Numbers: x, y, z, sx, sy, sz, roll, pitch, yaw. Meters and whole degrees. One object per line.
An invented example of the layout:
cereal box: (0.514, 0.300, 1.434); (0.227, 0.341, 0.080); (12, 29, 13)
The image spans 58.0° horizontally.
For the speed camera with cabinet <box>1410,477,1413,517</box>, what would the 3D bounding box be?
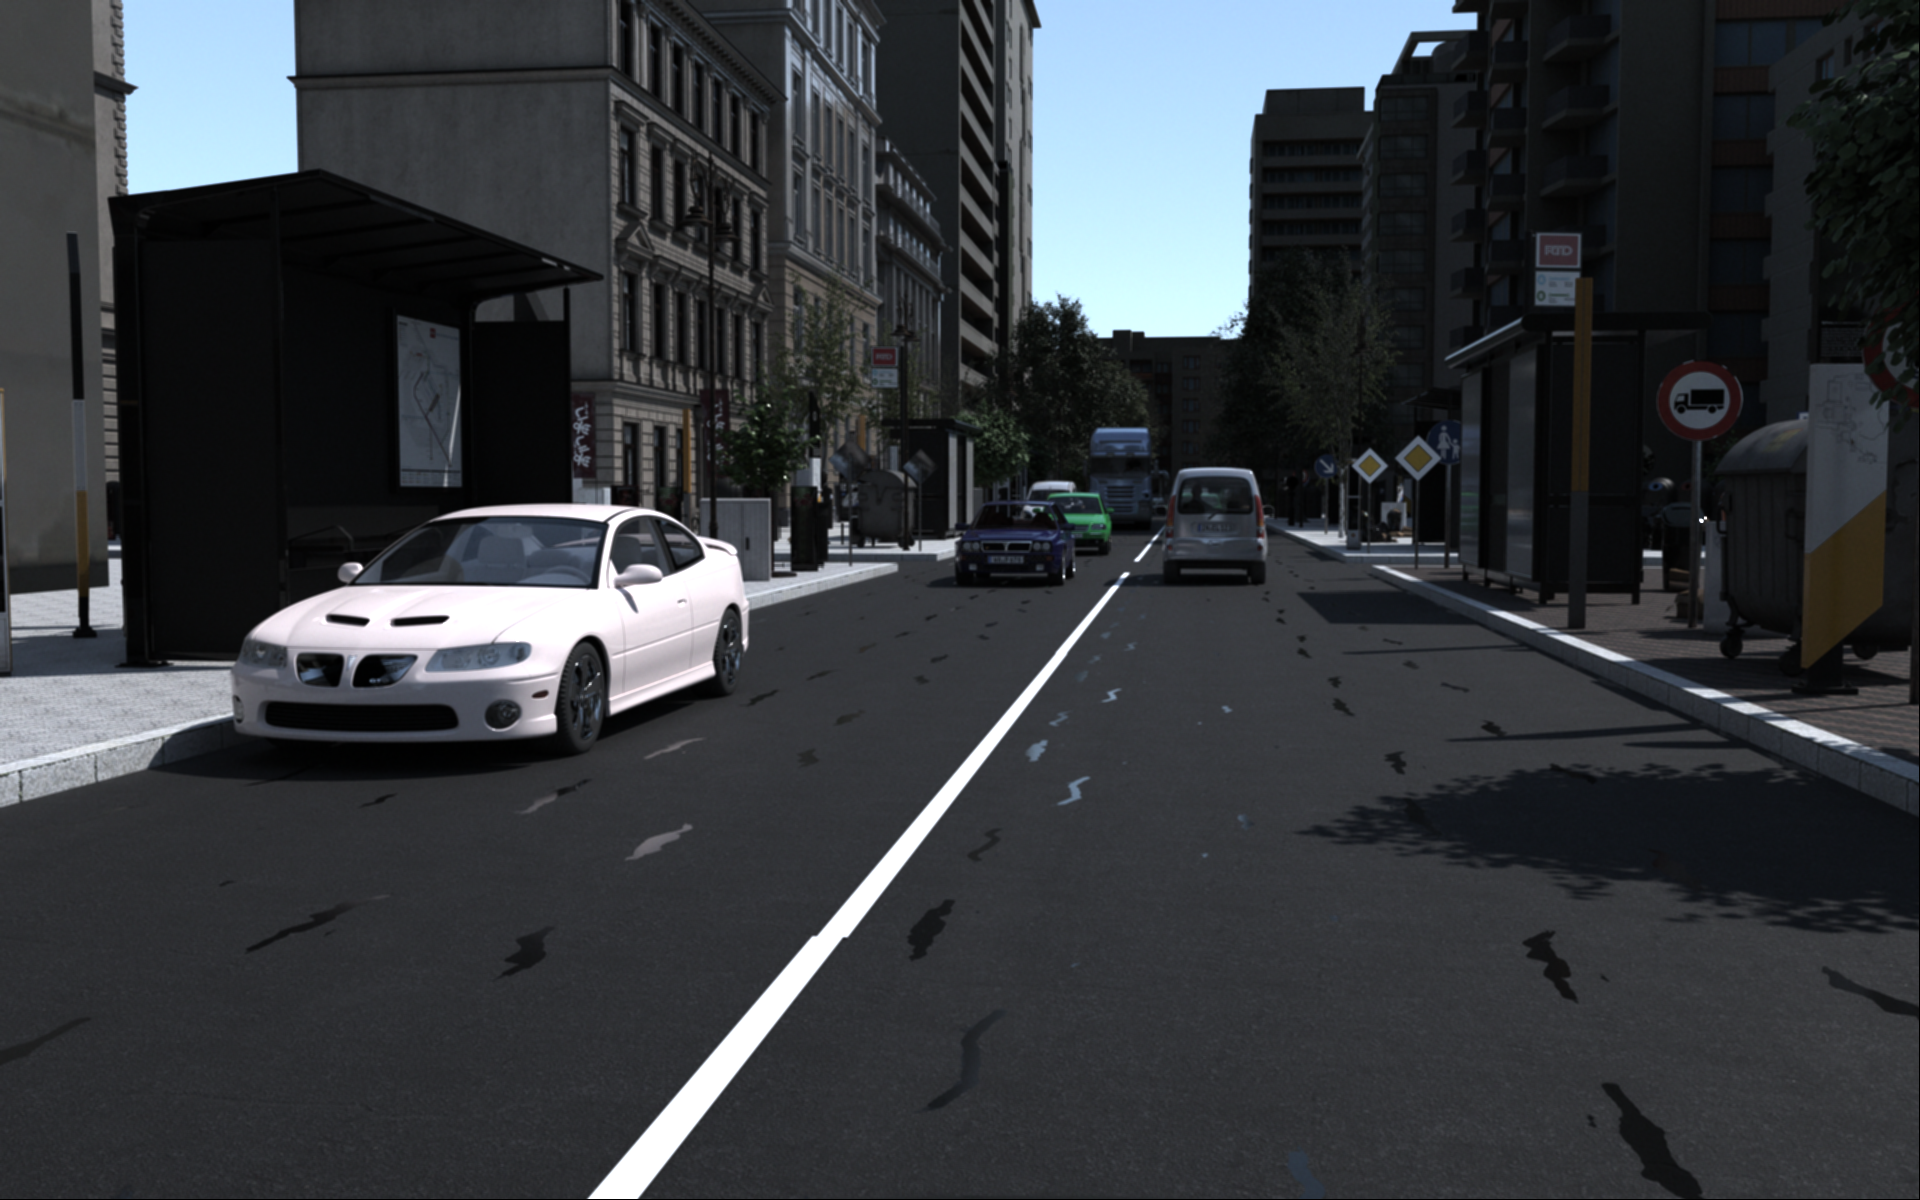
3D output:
speed camera with cabinet: (25.415, -6.261, 96.706); (0.660, 3.252, 2.038); (3, 5, 41)

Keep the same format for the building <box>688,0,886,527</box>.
building: (-11.536, -17.786, 76.697); (13.634, 28.700, 20.117); (0, 4, 8)

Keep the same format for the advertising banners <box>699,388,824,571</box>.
advertising banners: (-3.306, -1.991, 28.734); (2.074, 3.025, 0.090); (0, 4, 4)

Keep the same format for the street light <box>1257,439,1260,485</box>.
street light: (19.014, -8.430, 110.617); (0.468, 5.910, 1.993); (0, 4, 8)

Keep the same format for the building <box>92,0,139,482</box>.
building: (-38.479, -13.893, 56.033); (19.941, 23.489, 11.050); (0, 4, 8)

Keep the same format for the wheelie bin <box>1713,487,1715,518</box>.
wheelie bin: (21.859, -2.557, 49.717); (0.693, 1.594, 0.980); (3, 5, 40)

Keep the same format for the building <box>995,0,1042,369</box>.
building: (-7.047, -35.464, 169.072); (27.495, 52.752, 28.713); (0, 4, 8)

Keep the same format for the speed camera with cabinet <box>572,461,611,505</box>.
speed camera with cabinet: (-10.039, -3.178, 46.293); (2.038, 3.252, 0.660); (2, 4, 35)

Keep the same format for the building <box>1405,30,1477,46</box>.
building: (47.331, -27.386, 139.645); (32.217, 40.220, 23.993); (0, 4, 8)

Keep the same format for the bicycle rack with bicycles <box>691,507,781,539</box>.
bicycle rack with bicycles: (-6.617, -2.217, 49.631); (2.852, 0.926, 2.925); (3, 5, 39)

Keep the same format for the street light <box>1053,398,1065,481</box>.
street light: (4.811, -6.794, 83.872); (0.468, 5.910, 1.993); (0, 4, 8)

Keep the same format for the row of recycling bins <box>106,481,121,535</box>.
row of recycling bins: (-26.834, -2.956, 55.442); (1.069, 1.692, 3.534); (0, 4, 4)

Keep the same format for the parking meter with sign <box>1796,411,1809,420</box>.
parking meter with sign: (18.543, -2.465, 36.561); (1.738, 3.016, 0.543); (-1, 4, -14)

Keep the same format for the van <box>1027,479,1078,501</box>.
van: (2.840, -2.858, 53.735); (2.013, 2.044, 4.112); (0, 4, 8)

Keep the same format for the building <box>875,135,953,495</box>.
building: (-8.603, -15.772, 99.667); (13.314, 21.916, 24.055); (0, 4, 8)

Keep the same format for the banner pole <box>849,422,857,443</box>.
banner pole: (-3.671, -4.295, 60.243); (0.401, 3.779, 0.863); (-2, 4, -30)

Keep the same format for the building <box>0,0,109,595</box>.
building: (-23.634, -23.836, 13.426); (21.600, 48.544, 21.300); (0, 4, 8)

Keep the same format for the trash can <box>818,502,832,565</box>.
trash can: (-2.695, -1.209, 31.415); (0.748, 1.137, 0.748); (0, 3, 0)

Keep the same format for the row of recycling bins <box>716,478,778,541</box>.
row of recycling bins: (-5.648, -2.370, 45.864); (1.069, 1.692, 3.534); (1, 4, 14)

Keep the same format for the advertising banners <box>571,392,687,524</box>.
advertising banners: (-5.771, -2.066, 29.963); (2.074, 3.025, 0.090); (-1, 4, -19)

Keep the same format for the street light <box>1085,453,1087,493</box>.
street light: (7.703, -8.143, 105.930); (0.468, 5.910, 1.993); (0, 4, 8)

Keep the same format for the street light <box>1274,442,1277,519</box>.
street light: (16.139, -7.068, 88.355); (0.468, 5.910, 1.993); (0, 4, 8)

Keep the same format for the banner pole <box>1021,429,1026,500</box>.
banner pole: (2.439, -4.682, 66.564); (0.401, 3.779, 0.863); (1, 4, 15)

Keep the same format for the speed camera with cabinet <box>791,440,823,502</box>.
speed camera with cabinet: (-5.351, -4.052, 60.589); (0.660, 3.252, 2.038); (-1, 4, -22)

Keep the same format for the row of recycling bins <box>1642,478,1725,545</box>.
row of recycling bins: (18.142, -2.249, 43.876); (3.534, 1.692, 1.069); (3, 5, 45)

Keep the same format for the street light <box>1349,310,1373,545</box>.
street light: (10.110, -4.342, 43.783); (0.468, 5.910, 1.993); (0, 4, 8)

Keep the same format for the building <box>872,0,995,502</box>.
building: (-9.224, -30.770, 126.796); (21.300, 48.544, 21.600); (0, 4, 8)

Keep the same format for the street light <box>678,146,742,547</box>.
street light: (-3.359, -3.100, 23.470); (0.468, 5.910, 1.993); (0, 4, 8)

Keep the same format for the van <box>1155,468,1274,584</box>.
van: (4.278, -1.352, 29.121); (2.013, 2.044, 4.112); (0, 4, 8)

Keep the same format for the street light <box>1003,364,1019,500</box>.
street light: (1.822, -5.446, 61.826); (0.468, 5.910, 1.993); (0, 4, 8)

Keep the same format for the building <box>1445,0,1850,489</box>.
building: (36.305, -26.321, 84.980); (22.147, 44.769, 28.867); (0, 4, 8)

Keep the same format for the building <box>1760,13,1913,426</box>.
building: (45.245, -12.842, 55.004); (28.899, 21.520, 27.650); (0, 4, 8)

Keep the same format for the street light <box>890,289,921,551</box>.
street light: (-1.223, -4.066, 39.268); (0.468, 5.910, 1.993); (0, 4, 8)

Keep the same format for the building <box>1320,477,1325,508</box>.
building: (50.935, -28.835, 163.326); (32.217, 40.220, 23.993); (0, 4, 8)

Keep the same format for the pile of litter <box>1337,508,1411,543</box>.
pile of litter: (10.917, -1.973, 46.225); (1.176, 0.858, 1.719); (-2, 4, -26)

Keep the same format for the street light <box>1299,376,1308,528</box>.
street light: (13.098, -5.720, 66.316); (0.468, 5.910, 1.993); (0, 4, 8)

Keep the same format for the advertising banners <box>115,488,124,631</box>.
advertising banners: (-7.299, -1.240, 16.459); (0.090, 3.025, 2.074); (1, 4, 10)

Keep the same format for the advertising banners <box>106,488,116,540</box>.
advertising banners: (-23.772, -3.183, 48.232); (2.074, 3.025, 0.090); (0, 4, 2)

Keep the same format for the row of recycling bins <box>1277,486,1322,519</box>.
row of recycling bins: (18.092, -5.220, 92.455); (1.069, 1.692, 3.534); (-1, 4, -22)

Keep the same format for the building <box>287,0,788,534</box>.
building: (-13.025, -11.787, 57.351); (10.561, 19.102, 19.286); (0, 4, 8)

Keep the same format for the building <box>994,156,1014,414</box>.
building: (-3.166, -22.811, 144.667); (14.160, 30.474, 14.107); (0, 4, 8)

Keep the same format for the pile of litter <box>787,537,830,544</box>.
pile of litter: (-3.908, -1.892, 44.902); (1.176, 0.858, 1.719); (0, 4, 5)
